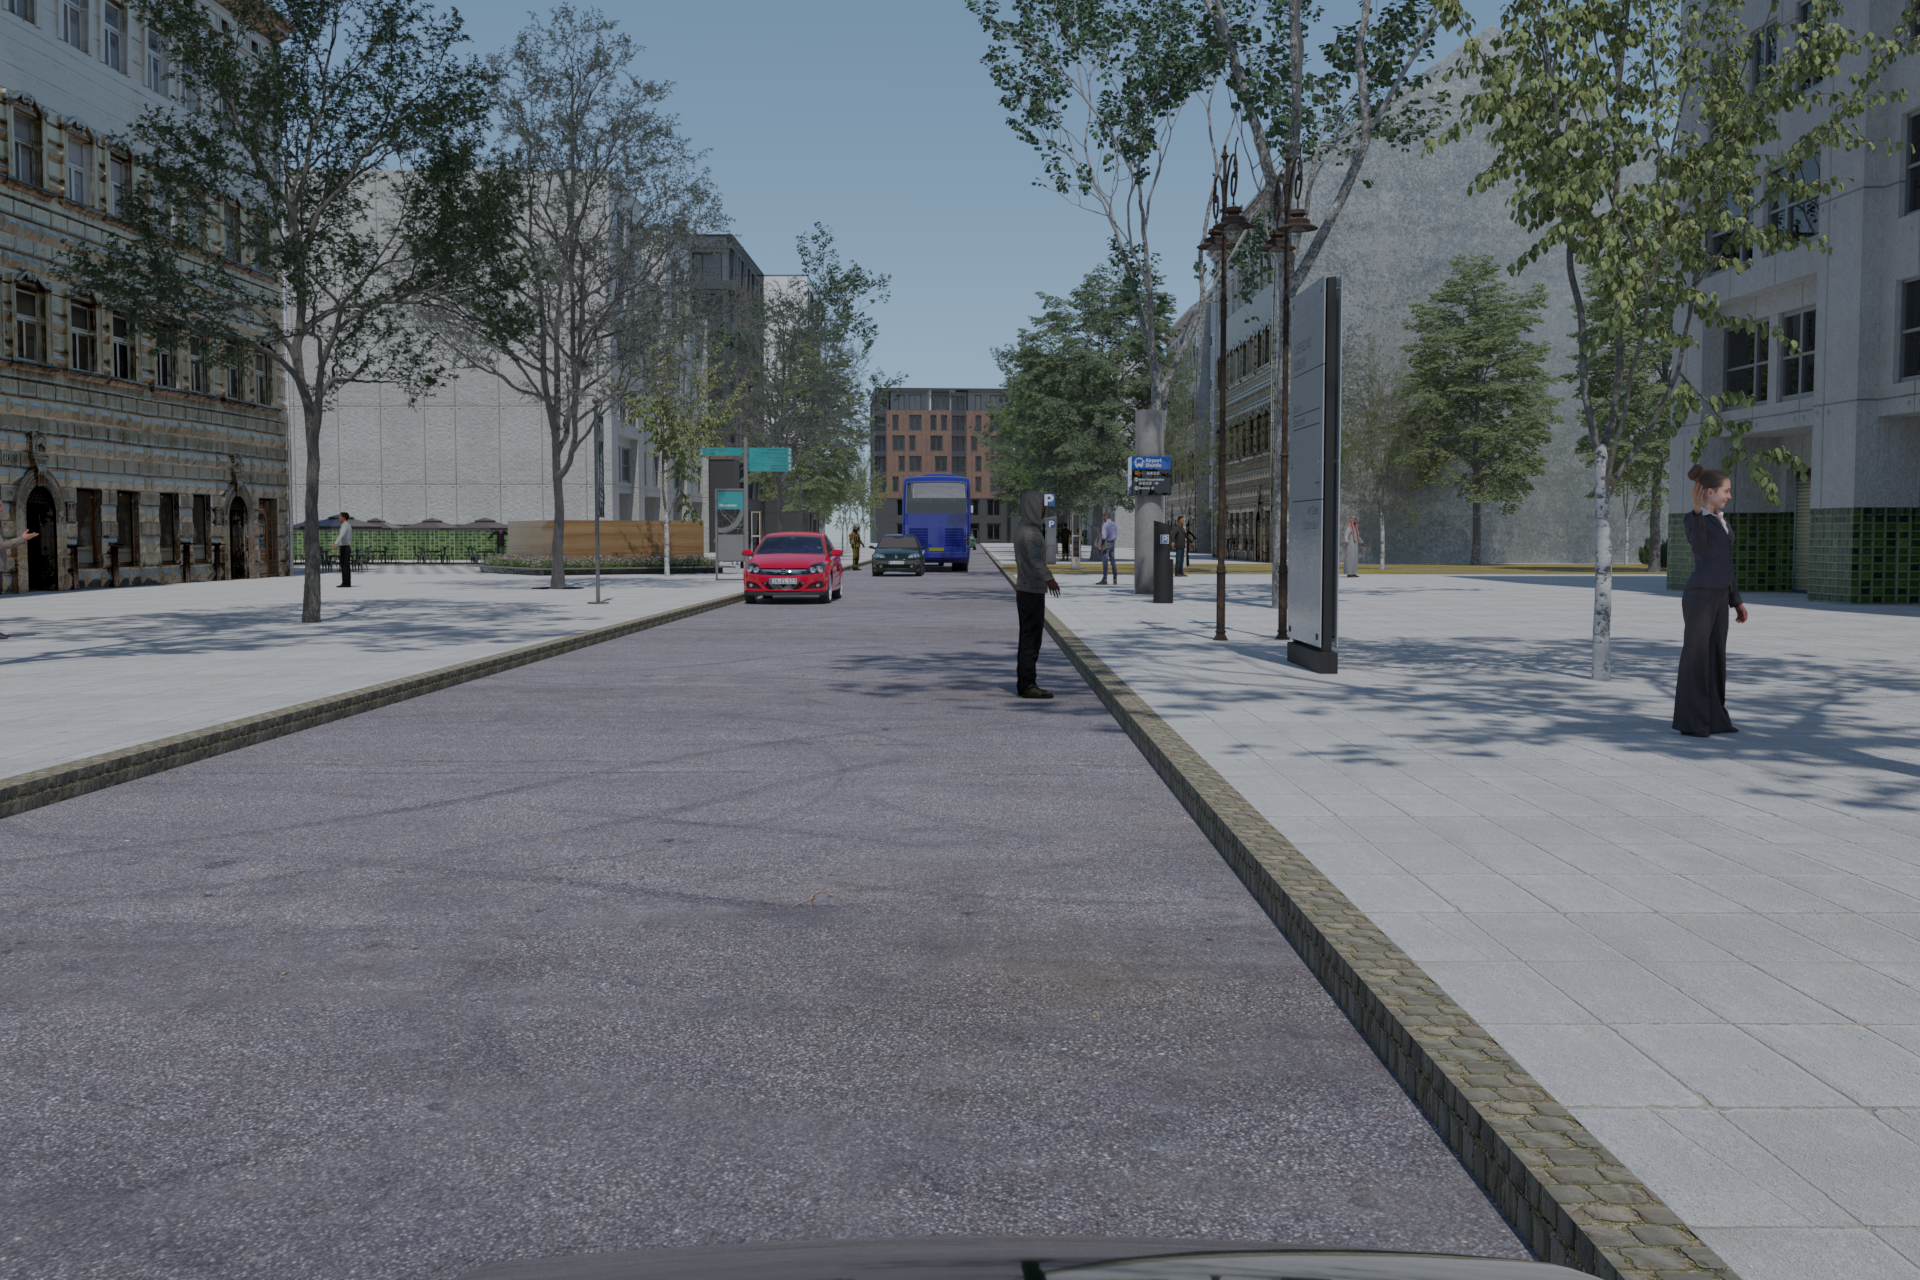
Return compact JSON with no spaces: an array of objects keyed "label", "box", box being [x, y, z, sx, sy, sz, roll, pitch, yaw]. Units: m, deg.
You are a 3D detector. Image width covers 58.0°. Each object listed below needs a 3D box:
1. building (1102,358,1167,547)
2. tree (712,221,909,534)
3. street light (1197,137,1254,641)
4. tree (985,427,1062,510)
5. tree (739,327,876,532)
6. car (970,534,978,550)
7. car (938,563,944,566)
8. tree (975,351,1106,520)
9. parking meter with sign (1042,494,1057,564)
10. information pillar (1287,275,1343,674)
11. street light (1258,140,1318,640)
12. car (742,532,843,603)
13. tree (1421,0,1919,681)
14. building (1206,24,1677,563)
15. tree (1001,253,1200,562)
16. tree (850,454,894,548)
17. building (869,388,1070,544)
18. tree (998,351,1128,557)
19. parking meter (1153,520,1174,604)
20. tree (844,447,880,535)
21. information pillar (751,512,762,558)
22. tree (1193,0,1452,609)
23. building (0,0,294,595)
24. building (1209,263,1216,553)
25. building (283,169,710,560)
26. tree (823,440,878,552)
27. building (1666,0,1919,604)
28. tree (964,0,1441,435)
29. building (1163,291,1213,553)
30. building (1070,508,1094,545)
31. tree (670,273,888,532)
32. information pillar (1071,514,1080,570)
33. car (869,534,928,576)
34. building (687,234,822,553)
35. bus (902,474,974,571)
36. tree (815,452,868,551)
[{"label":"building","box":[23.578,-19.345,182.741,16.747,18.905,31.486,0,4,1]},{"label":"tree","box":[-9.473,-15.409,107.820,12.611,20.169,13.585,0,3,0]},{"label":"street light","box":[3.146,-2.932,20.733,0.468,5.910,1.993,0,4,0]},{"label":"tree","box":[7.131,-14.056,140.184,12.009,13.543,11.850,0,3,0]},{"label":"tree","box":[-8.564,-10.865,95.765,7.486,12.596,7.792,0,3,0]},{"label":"car","box":[0.535,-8.810,155.847,2.131,1.459,4.920,0,4,-1]},{"label":"car","box":[-1.628,-4.117,79.103,2.131,1.459,4.920,0,3,0]},{"label":"tree","box":[6.172,-13.079,120.504,9.857,13.997,8.962,0,3,0]},{"label":"parking meter with sign","box":[3.844,-4.742,73.792,0.543,3.016,1.738,0,4,-1]},{"label":"information pillar","box":[3.385,-1.545,16.584,0.184,3.620,1.656,0,4,0]},{"label":"street light","box":[3.922,-2.942,20.885,0.468,5.910,1.993,0,4,1]},{"label":"car","box":[-3.537,-1.717,37.107,2.155,1.783,4.494,0,4,1]},{"label":"tree","box":[5.665,-3.937,14.736,4.737,8.622,4.395,0,3,0]},{"label":"building","box":[22.943,-15.495,84.278,19.493,23.208,18.063,0,3,0]},{"label":"tree","box":[6.304,-10.598,79.939,9.857,13.997,8.962,0,3,0]},{"label":"tree","box":[-8.373,-12.530,155.224,4.737,8.622,4.395,0,3,0]},{"label":"building","box":[3.594,-24.776,251.517,32.646,21.610,27.936,0,4,-5]},{"label":"tree","box":[6.004,-10.521,97.774,9.928,11.665,9.643,0,3,0]},{"label":"parking meter","box":[3.768,-1.447,32.075,0.372,1.533,0.369,0,3,0]},{"label":"tree","box":[-8.029,-11.657,140.949,4.360,8.622,3.978,0,3,0]},{"label":"information pillar","box":[-6.639,-3.181,56.502,0.304,2.012,0.304,0,4,1]},{"label":"tree","box":[6.882,-10.558,28.509,12.611,20.169,13.585,0,3,0]},{"label":"building","box":[-29.425,-12.951,42.685,19.493,23.208,18.063,0,4,0]},{"label":"building","box":[21.587,-15.673,112.667,16.016,20.090,11.380,0,4,1]},{"label":"building","box":[-25.281,-14.287,100.049,16.747,18.905,31.486,0,4,0]},{"label":"tree","box":[-8.702,-10.698,125.276,4.360,8.622,3.978,0,3,0]},{"label":"building","box":[24.543,-9.612,23.621,16.747,18.905,31.486,0,4,0]},{"label":"tree","box":[6.871,-11.868,49.936,12.611,20.169,13.585,0,3,0]},{"label":"building","box":[25.126,-17.968,124.711,19.493,23.208,18.063,0,4,0]},{"label":"building","box":[23.074,-21.293,214.589,16.747,18.905,31.486,0,3,0]},{"label":"tree","box":[-8.520,-10.491,81.895,12.009,13.543,11.850,0,3,0]},{"label":"information pillar","box":[4.173,-3.538,62.341,0.304,2.012,0.304,0,4,0]},{"label":"car","box":[-2.111,-3.064,59.883,2.009,1.686,4.222,0,4,1]},{"label":"building","box":[-25.942,-17.772,134.545,27.936,21.610,32.646,0,4,0]},{"label":"bus","box":[-0.860,-4.793,69.919,2.896,3.916,12.251,0,3,0]},{"label":"tree","box":[-8.583,-11.272,134.656,4.360,8.622,3.978,0,3,0]}]
